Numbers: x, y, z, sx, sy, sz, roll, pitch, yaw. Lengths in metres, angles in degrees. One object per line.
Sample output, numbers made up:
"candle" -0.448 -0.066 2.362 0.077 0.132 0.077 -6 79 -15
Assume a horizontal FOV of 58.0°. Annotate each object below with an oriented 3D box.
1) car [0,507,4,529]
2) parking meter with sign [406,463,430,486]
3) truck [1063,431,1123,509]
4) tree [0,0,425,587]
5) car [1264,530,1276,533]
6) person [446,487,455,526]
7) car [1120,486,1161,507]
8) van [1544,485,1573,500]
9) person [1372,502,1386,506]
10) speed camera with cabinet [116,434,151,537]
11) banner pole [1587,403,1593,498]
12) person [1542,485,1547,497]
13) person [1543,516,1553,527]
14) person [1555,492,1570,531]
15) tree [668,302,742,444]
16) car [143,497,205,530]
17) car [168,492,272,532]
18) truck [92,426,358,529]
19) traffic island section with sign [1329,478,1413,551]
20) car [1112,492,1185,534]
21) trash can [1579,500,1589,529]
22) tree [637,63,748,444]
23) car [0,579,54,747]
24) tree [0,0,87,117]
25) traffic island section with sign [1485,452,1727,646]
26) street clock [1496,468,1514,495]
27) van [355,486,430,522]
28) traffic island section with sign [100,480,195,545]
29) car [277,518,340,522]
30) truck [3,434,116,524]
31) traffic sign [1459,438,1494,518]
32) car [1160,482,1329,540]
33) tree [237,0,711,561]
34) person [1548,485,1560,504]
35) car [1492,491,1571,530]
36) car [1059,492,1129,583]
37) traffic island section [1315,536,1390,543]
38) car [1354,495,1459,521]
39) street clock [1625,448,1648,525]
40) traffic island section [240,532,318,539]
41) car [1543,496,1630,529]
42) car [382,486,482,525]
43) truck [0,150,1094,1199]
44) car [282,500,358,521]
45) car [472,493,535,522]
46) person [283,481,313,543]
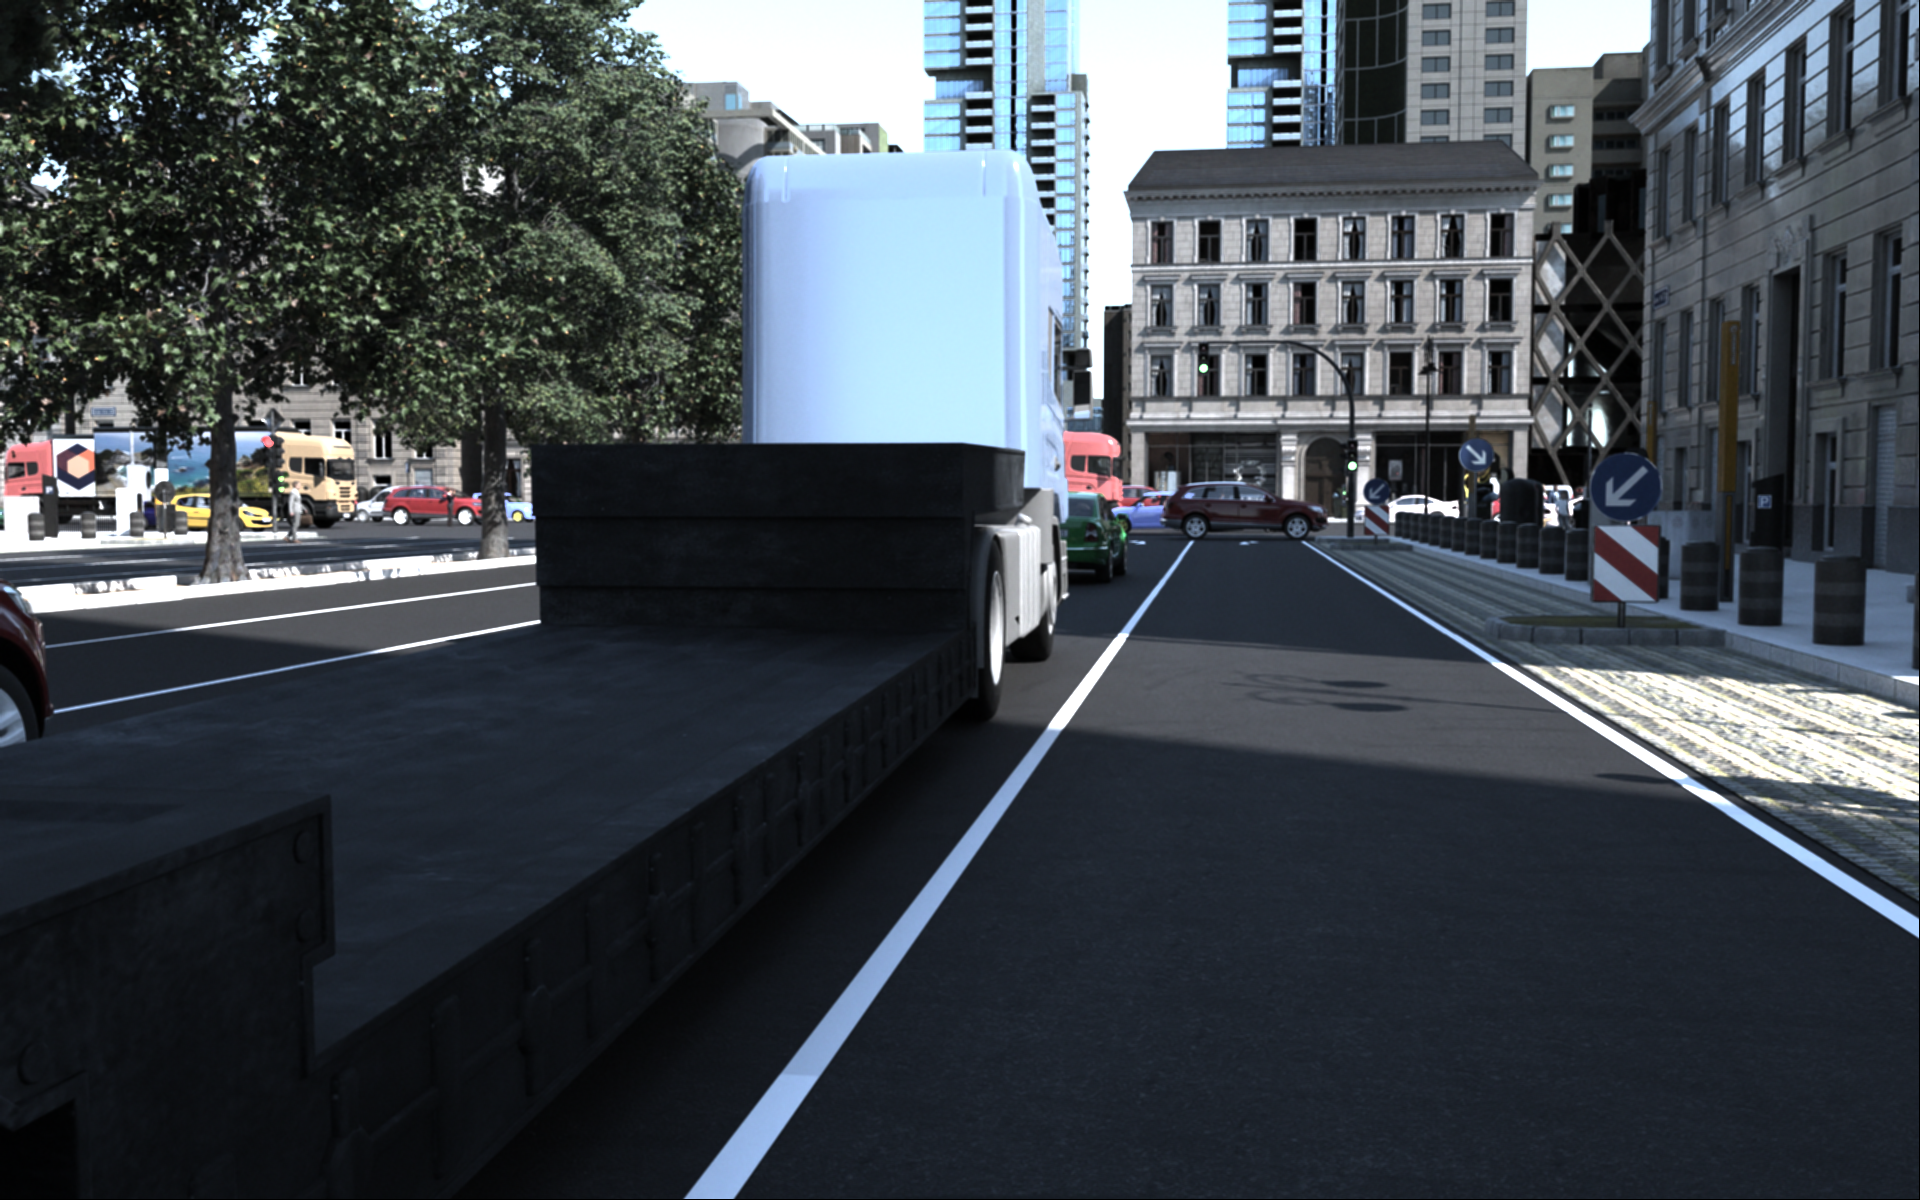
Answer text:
"car" -41.070 -3.615 70.896 4.920 1.459 2.131 1 4 10
"parking meter with sign" -30.321 -6.212 97.819 1.738 3.016 0.543 -2 4 -32
"truck" 1.506 -4.922 69.390 11.283 4.237 2.839 1 4 10
"tree" -11.175 -6.523 26.115 9.611 12.733 9.660 0 3 0
"car" 10.415 -3.256 65.237 4.499 1.417 2.014 0 4 8
"person" -22.467 -4.120 76.665 0.742 1.727 0.445 2 4 35
"car" 8.539 -4.365 80.044 5.304 1.827 2.281 1 4 10
"van" 27.437 -4.679 83.506 4.112 2.044 2.013 1 4 11
"person" 17.589 -3.905 72.771 0.576 1.772 0.534 -1 4 -20
"speed camera with cabinet" -25.396 -3.602 53.235 0.660 3.252 2.038 -1 4 -12
"banner pole" 17.175 -3.500 47.246 0.401 3.779 0.863 1 4 15
"person" 25.036 -4.048 74.562 0.818 1.842 0.514 -1 4 -22
"person" 19.291 -2.497 57.256 0.347 0.859 0.695 3 5 42
"person" 18.322 -2.533 52.514 0.503 1.515 0.523 -2 4 -30
"tree" -7.314 -6.107 52.664 4.360 8.622 3.978 0 3 0
"car" -31.222 -3.484 69.544 3.894 1.354 1.945 1 4 10
"car" -27.935 -3.362 65.190 3.980 1.641 2.015 1 4 8
"truck" -30.526 -5.138 72.920 11.283 4.237 2.839 0 4 8
"traffic island section with sign" 10.533 -2.195 44.516 1.989 1.847 2.006 1 4 9
"car" 6.918 -3.202 61.944 3.694 1.707 1.945 1 4 8
"trash can" 15.916 -1.948 43.510 0.748 1.137 0.748 0 3 0
"tree" -8.455 -7.712 45.559 9.611 12.733 9.660 0 3 0
"car" -5.214 0.194 5.505 2.281 1.827 5.304 1 4 9
"tree" -13.231 -6.553 17.019 7.806 13.903 7.818 0 3 0
"traffic island section with sign" 6.340 -0.528 17.263 1.989 1.847 2.006 1 4 9
"street clock" 15.284 -2.693 48.593 0.358 2.002 0.471 -2 4 -24
"van" -28.928 -4.982 88.466 4.112 2.044 2.013 1 4 10
"traffic island section with sign" -23.069 -2.499 49.494 1.989 1.847 2.006 1 4 9
"car" -33.554 -4.862 89.085 3.694 1.707 1.945 1 4 9
"truck" -40.321 -5.722 82.476 11.283 4.237 2.839 0 4 7
"traffic sign" 11.780 -2.414 39.577 0.768 2.556 0.104 1 4 12
"car" 9.052 -2.848 55.242 5.304 1.827 2.281 1 4 9
"tree" -9.723 -7.748 35.784 9.857 13.997 8.962 0 3 0
"person" 23.340 -3.631 68.047 0.721 1.800 0.419 -2 4 -32
"car" 23.466 -3.774 70.751 4.494 1.783 2.155 1 4 9
"car" 1.832 -1.265 29.472 1.959 1.807 4.718 1 4 11
"traffic island section" 11.560 -1.771 51.231 2.009 0.180 2.903 1 4 9
"car" 21.120 -4.259 81.994 4.827 1.381 2.083 1 4 10
"street clock" 10.635 -1.392 27.322 0.471 2.002 0.358 -3 5 -45
"traffic island section" -22.332 -2.089 56.442 2.009 0.180 2.903 1 4 9
"car" 23.690 -3.148 63.833 4.827 1.381 2.083 1 4 9
"car" -24.029 -4.373 80.169 5.304 1.827 2.281 1 4 9
"truck" -1.382 -1.116 8.001 2.967 4.110 18.799 0 4 8
"car" -34.202 -5.073 91.986 4.494 1.783 2.155 1 4 9
"car" -23.422 -4.844 88.795 3.694 1.707 1.945 0 4 7
"person" -19.363 -2.564 50.546 0.853 1.813 0.709 -1 4 -10
